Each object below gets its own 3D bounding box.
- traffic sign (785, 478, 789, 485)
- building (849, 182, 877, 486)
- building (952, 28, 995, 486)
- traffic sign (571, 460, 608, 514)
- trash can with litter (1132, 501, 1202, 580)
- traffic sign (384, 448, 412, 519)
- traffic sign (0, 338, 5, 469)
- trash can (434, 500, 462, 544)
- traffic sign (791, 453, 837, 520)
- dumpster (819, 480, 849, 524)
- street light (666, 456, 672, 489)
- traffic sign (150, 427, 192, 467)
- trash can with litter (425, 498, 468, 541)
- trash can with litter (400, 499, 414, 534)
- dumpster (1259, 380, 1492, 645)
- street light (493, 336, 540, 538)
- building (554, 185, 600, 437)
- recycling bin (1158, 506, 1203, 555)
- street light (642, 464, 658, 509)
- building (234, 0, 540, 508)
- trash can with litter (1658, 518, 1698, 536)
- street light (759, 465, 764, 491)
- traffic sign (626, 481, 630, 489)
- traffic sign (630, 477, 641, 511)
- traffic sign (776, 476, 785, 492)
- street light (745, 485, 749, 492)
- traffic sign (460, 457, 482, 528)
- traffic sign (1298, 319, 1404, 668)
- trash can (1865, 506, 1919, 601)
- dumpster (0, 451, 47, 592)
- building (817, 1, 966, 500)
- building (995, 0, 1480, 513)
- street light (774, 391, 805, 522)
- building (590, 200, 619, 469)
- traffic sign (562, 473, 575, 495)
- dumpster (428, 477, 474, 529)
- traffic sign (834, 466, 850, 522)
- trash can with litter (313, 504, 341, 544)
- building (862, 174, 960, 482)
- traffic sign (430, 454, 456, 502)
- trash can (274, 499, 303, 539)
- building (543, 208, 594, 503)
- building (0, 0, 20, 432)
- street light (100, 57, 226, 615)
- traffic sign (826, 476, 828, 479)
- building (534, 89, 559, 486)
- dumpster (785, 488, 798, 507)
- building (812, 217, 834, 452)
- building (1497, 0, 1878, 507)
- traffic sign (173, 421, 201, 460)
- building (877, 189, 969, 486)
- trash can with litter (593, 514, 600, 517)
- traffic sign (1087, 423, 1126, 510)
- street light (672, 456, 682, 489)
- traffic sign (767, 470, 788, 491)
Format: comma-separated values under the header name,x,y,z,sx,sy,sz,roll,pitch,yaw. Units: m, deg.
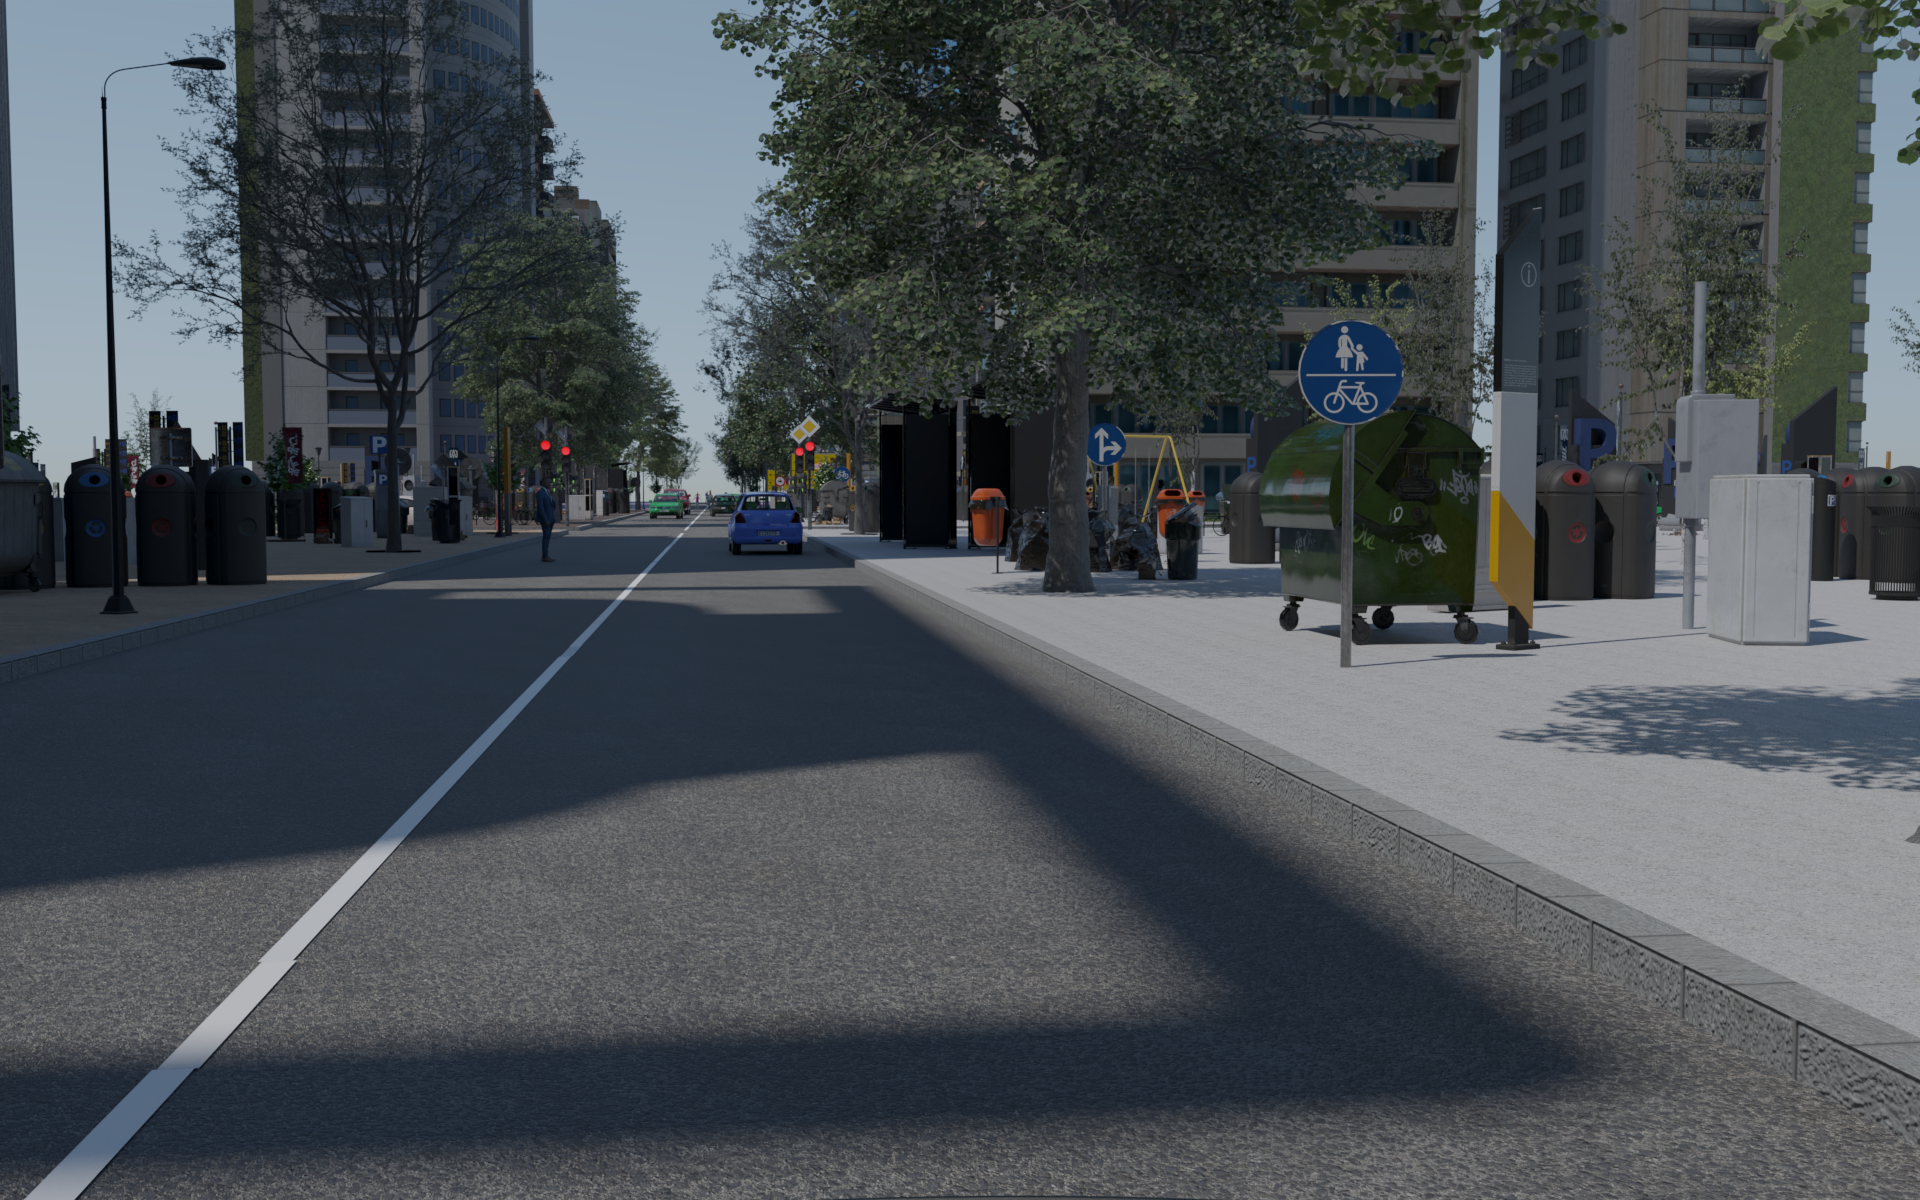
name,x,y,z,sx,sy,sz,roll,pitch,yaw
traffic sign,-11.052,-6.914,113.148,0.768,2.556,0.104,0,4,-6
building,-6.283,-31.835,204.104,14.154,41.232,14.086,0,4,-8
building,11.119,-29.002,128.812,22.147,44.769,28.867,0,4,-8
traffic sign,-22.457,-6.786,104.820,2.265,3.308,0.079,0,4,-6
trash can with litter,3.096,-0.891,25.959,1.055,1.170,0.624,0,4,6
traffic sign,-15.547,-2.925,47.923,0.768,2.556,0.104,0,4,1
traffic sign,-10.830,-1.446,17.520,2.265,3.308,0.079,0,4,-1
trash can,-13.315,-2.043,45.059,0.748,1.137,0.748,0,3,0
traffic sign,-7.265,-5.644,86.148,2.265,3.308,0.079,0,4,-3
dumpster,-5.370,-4.205,74.508,1.264,1.857,1.865,0,4,-8
street light,-30.541,-12.543,177.616,1.470,5.913,1.316,0,4,-8
traffic sign,-12.103,-1.497,26.611,0.606,2.300,0.079,0,4,-6
trash can with litter,-14.118,-2.216,47.621,0.624,1.170,1.055,3,4,38
trash can with litter,-17.812,-2.716,55.797,1.055,1.170,0.624,1,4,20
dumpster,3.689,-0.794,15.469,1.502,2.255,1.985,0,4,-8
street light,-13.054,-4.801,51.040,1.470,5.913,1.316,0,4,-8
building,-60.736,-36.967,254.524,14.600,45.320,14.200,0,4,-8
recycling bin,4.692,-1.490,36.916,0.722,1.027,0.722,-2,4,-27
street light,-25.999,-10.558,145.167,1.470,5.913,1.316,0,4,-8
building,-49.961,-37.437,154.096,21.231,58.520,28.212,0,4,-8
trash can with litter,22.377,-2.624,53.960,1.678,1.210,2.233,2,4,31
street light,-12.448,-8.513,111.729,1.470,5.913,1.316,0,4,-8
traffic sign,-25.851,-8.075,134.158,0.606,2.300,0.079,0,4,-7
traffic sign,-24.195,-7.898,129.232,0.768,2.556,0.104,0,4,-5
traffic sign,-12.379,-7.287,119.254,0.768,2.556,0.104,0,4,-2
street light,-18.475,-11.166,155.110,1.470,5.913,1.316,0,4,-8
traffic sign,-16.761,-3.626,59.387,0.768,2.556,0.104,0,4,-2
traffic sign,2.856,-0.773,12.747,0.768,2.556,0.104,0,4,2
trash can,11.372,-0.571,20.994,0.748,1.137,0.748,0,3,0
dumpster,-12.510,-0.984,21.844,1.264,1.857,1.865,0,4,-8
building,-10.141,-57.836,258.289,22.319,86.520,31.000,0,4,-8
building,12.928,-28.621,91.658,21.600,48.544,21.300,0,4,-8
street light,-7.719,-6.462,78.193,1.470,5.913,1.316,0,4,-8
building,-68.063,-40.531,286.375,21.300,48.544,21.600,0,4,-8
traffic sign,-22.714,-6.147,100.617,0.768,2.556,0.104,0,4,-3
dumpster,-16.450,-3.068,55.926,1.264,1.857,1.865,0,4,-8
traffic sign,-5.379,-4.823,78.958,0.768,2.556,0.104,0,4,0
trash can with litter,-16.163,-2.037,44.699,1.055,1.170,0.624,0,4,-5
building,5.502,-30.257,186.579,32.217,40.220,23.993,0,4,-8
traffic sign,-14.702,-2.946,49.346,0.795,2.450,0.064,0,4,-2
trash can,-18.722,-2.243,48.326,0.748,1.137,0.748,0,3,0
building,-58.520,-34.074,240.704,14.154,41.232,14.086,0,4,-8
building,-30.382,-16.330,38.700,14.107,30.474,14.160,0,4,-8
street light,-8.500,-2.811,18.497,1.470,5.913,1.316,0,4,-8
traffic sign,-6.430,-5.039,82.494,0.768,2.556,0.104,0,4,-3
building,-54.494,-32.296,182.667,22.147,44.769,28.867,0,4,-8
dumpster,-9.626,-5.897,102.180,1.264,1.857,1.865,0,4,-8
building,-13.455,-41.006,290.049,23.786,49.044,30.456,0,4,-8
building,38.738,-25.095,93.895,14.086,41.232,14.154,0,4,-8
traffic sign,-13.914,-1.885,30.826,0.884,2.594,0.081,0,4,-6
building,-1.177,-24.162,166.757,14.160,30.474,14.107,0,4,-8
trash can with litter,-21.210,-5.377,98.974,1.678,1.210,2.233,-2,4,-28
traffic sign,2.605,-1.903,31.214,0.768,2.556,0.104,0,4,-1
street light,-37.367,-15.549,226.769,1.470,5.913,1.316,0,4,-8
traffic sign,-14.877,-9.187,144.086,2.265,3.308,0.079,0,4,-5
